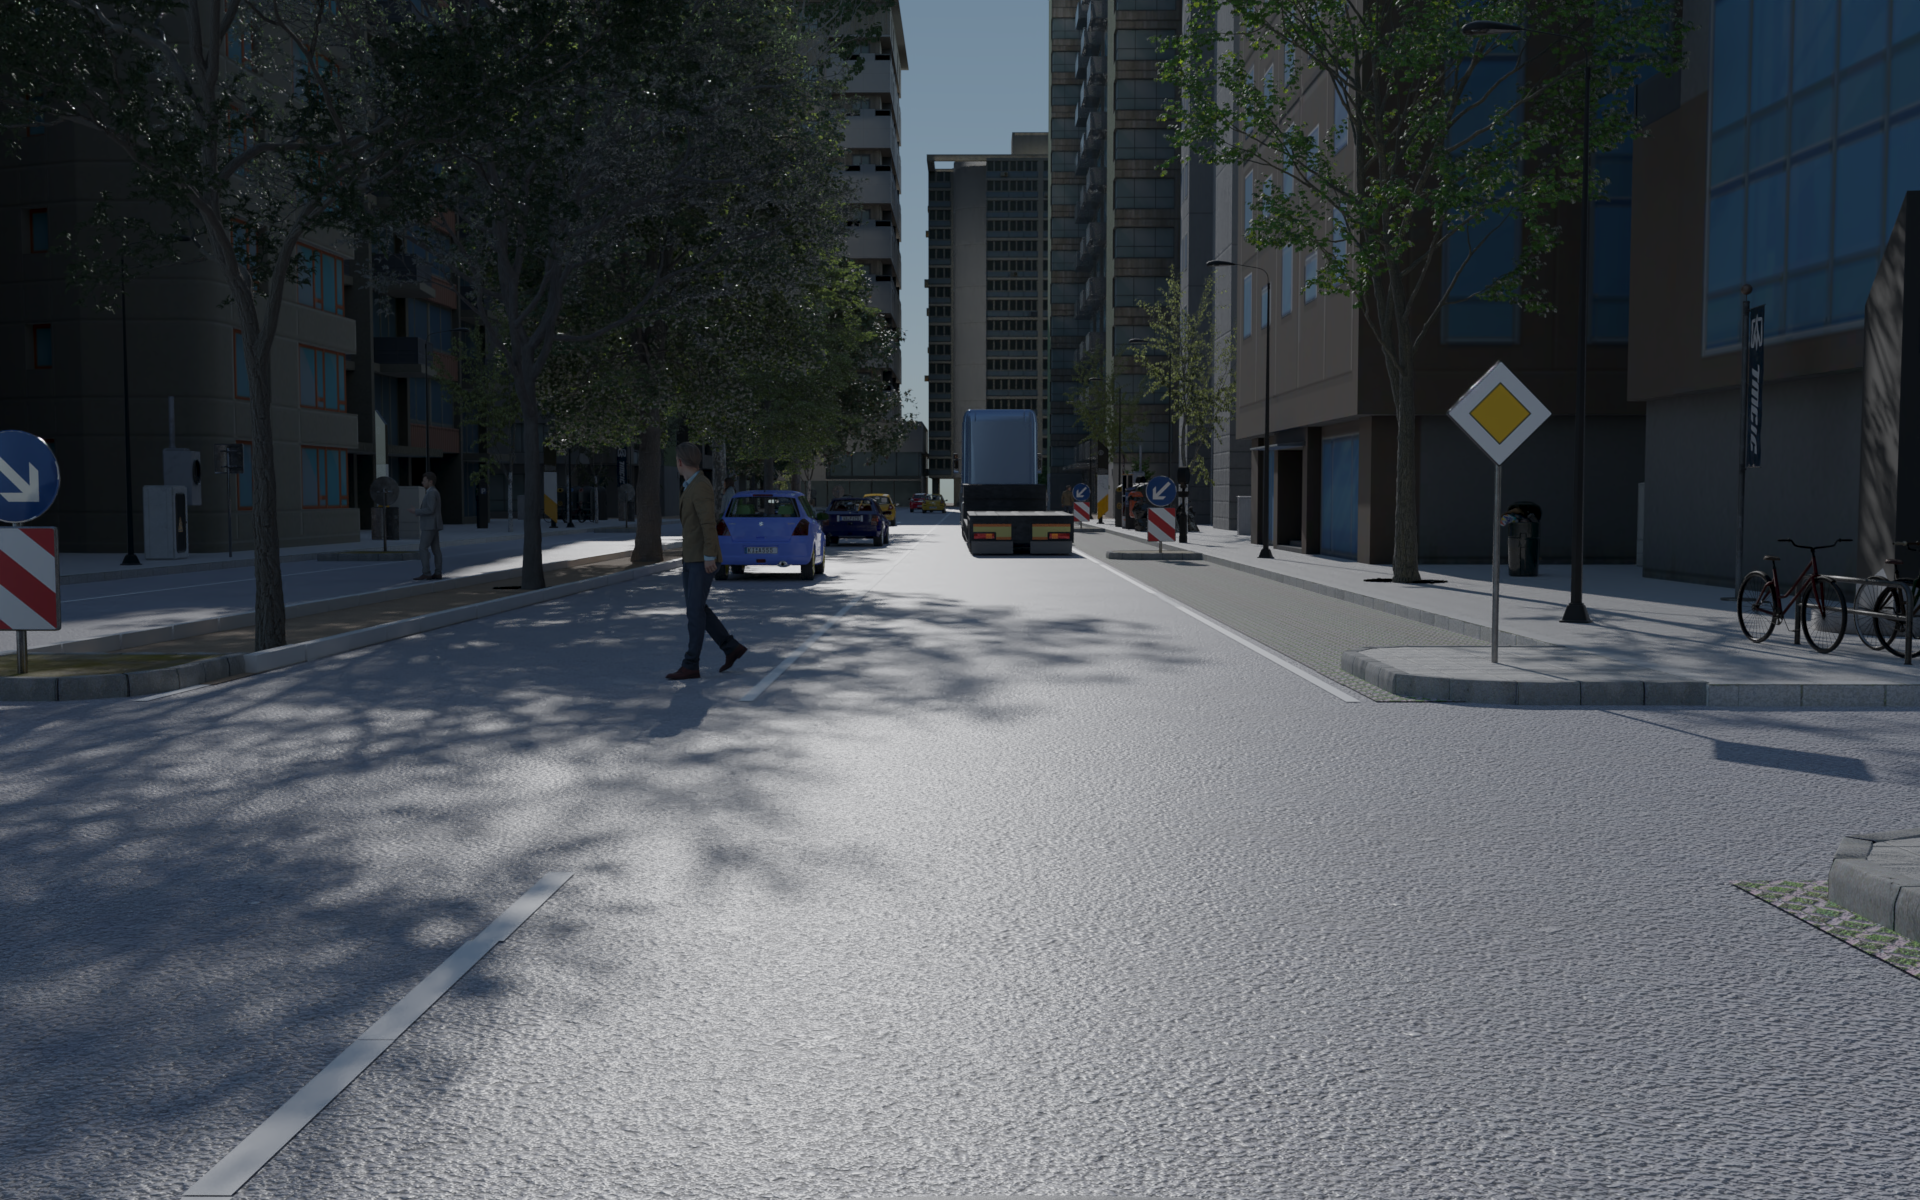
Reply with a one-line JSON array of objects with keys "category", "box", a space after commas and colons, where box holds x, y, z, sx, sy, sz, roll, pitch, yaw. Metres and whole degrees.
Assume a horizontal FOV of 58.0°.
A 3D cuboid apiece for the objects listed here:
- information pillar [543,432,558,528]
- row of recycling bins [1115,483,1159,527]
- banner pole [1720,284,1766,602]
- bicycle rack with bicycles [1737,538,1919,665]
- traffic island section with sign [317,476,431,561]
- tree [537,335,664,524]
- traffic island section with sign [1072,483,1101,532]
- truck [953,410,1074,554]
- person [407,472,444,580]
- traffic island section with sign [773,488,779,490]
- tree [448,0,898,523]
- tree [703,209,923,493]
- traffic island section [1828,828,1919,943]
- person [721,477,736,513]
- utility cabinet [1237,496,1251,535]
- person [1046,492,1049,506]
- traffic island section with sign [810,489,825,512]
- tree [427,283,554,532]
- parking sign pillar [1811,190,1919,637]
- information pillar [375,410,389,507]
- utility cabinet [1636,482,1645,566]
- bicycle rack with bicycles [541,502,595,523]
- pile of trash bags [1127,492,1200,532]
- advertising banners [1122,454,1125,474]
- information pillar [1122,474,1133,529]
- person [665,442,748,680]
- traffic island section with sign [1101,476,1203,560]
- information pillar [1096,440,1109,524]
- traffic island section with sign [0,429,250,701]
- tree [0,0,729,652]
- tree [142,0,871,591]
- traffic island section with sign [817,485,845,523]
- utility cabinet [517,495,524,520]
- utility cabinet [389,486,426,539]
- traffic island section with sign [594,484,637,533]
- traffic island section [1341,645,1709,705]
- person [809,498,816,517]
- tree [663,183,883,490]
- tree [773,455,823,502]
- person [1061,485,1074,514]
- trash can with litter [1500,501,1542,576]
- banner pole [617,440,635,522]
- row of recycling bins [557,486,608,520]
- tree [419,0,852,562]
[{"category": "information pillar", "box": [-15.428, -4.522, 65.289, 0.504, 3.616, 0.183, -1, 4, -14]}, {"category": "row of recycling bins", "box": [6.798, -3.619, 66.288, 1.069, 1.692, 3.534, -1, 4, -11]}, {"category": "banner pole", "box": [9.348, -1.865, 20.516, 0.401, 3.779, 0.863, 0, 4, 6]}, {"category": "bicycle rack with bicycles", "box": [7.881, -0.020, 13.704, 2.852, 0.926, 2.925, 0, 4, 2]}, {"category": "traffic island section with sign", "box": [-12.731, -1.790, 37.902, 1.989, 1.847, 2.006, 0, 4, 0]}, {"category": "tree", "box": [-16.012, -7.636, 75.211, 4.360, 8.622, 3.978, 0, 3, 0]}, {"category": "traffic island section with sign", "box": [4.417, -3.461, 65.223, 1.989, 1.847, 2.006, 0, 4, 0]}, {"category": "truck", "box": [1.332, -3.646, 49.369, 2.967, 4.110, 18.799, 0, 4, -1]}, {"category": "person", "box": [-8.935, -1.239, 28.961, 0.583, 1.804, 0.606, -1, 4, -12]}, {"category": "traffic island section with sign", "box": [-12.243, -6.527, 115.341, 1.989, 1.847, 2.006, 0, 4, 0]}, {"category": "tree", "box": [-7.762, -11.569, 47.505, 12.611, 20.169, 13.585, 0, 3, 0]}, {"category": "tree", "box": [-6.321, -8.992, 66.485, 9.611, 12.733, 9.660, 0, 3, 0]}, {"category": "traffic island section", "box": [4.037, 1.044, 5.204, 2.009, 0.180, 2.903, 0, 4, 0]}, {"category": "person", "box": [-4.935, -1.743, 37.265, 0.793, 1.790, 0.793, -3, 5, -41]}, {"category": "utility cabinet", "box": [9.182, -2.621, 54.015, 1.020, 1.237, 0.306, 0, 4, -4]}, {"category": "person", "box": [4.168, -4.709, 85.333, 0.795, 1.843, 0.661, 3, 4, 36]}, {"category": "traffic island section with sign", "box": [-12.072, -8.175, 142.295, 1.989, 1.847, 2.006, 0, 4, 0]}, {"category": "tree", "box": [-15.426, -6.607, 58.390, 4.737, 8.622, 4.395, 0, 3, 0]}, {"category": "parking sign pillar", "box": [8.756, -1.688, 16.068, 1.447, 3.967, 1.447, 1, 4, 14]}, {"category": "information pillar", "box": [-16.118, -3.484, 48.311, 0.504, 3.616, 0.183, 3, 5, 39]}, {"category": "utility cabinet", "box": [12.497, -1.337, 30.541, 1.173, 1.500, 0.318, -1, 4, -22]}, {"category": "bicycle rack with bicycles", "box": [-17.562, -3.949, 77.953, 2.852, 0.926, 2.925, 2, 4, 35]}, {"category": "pile of trash bags", "box": [6.777, -3.069, 59.931, 1.912, 1.369, 3.447, -2, 4, -25]}, {"category": "advertising banners", "box": [7.402, -4.935, 76.876, 0.090, 3.025, 2.074, 1, 4, 18]}, {"category": "information pillar", "box": [6.196, -3.643, 64.055, 0.304, 2.012, 0.304, -2, 4, -35]}, {"category": "person", "box": [-2.040, -0.320, 13.640, 0.656, 1.842, 0.836, 3, 5, 43]}, {"category": "traffic island section with sign", "box": [4.255, -1.813, 38.269, 1.989, 1.847, 2.006, 0, 4, 0]}, {"category": "information pillar", "box": [6.133, -5.084, 74.484, 0.504, 3.616, 0.183, 0, 3, 0]}, {"category": "traffic island section with sign", "box": [-6.697, -0.292, 12.916, 2.006, 1.907, 1.989, 0, 4, 0]}, {"category": "tree", "box": [-6.159, -4.814, 15.575, 8.767, 10.594, 7.601, 0, 4, 0]}, {"category": "tree", "box": [-6.357, -6.884, 25.374, 12.009, 13.543, 11.850, 0, 3, 0]}, {"category": "traffic island section with sign", "box": [-6.241, -4.888, 88.053, 2.006, 1.907, 1.989, 0, 4, 0]}, {"category": "utility cabinet", "box": [-21.507, -4.594, 86.276, 1.020, 1.237, 0.306, 0, 4, 7]}, {"category": "utility cabinet", "box": [-15.747, -2.484, 49.285, 1.173, 1.500, 0.318, 2, 4, 24]}, {"category": "traffic island section with sign", "box": [-12.560, -3.448, 64.995, 1.989, 1.847, 2.006, 0, 4, 0]}, {"category": "traffic island section", "box": [4.087, 0.556, 13.189, 2.009, 0.180, 2.903, 0, 4, 0]}, {"category": "person", "box": [-4.574, -2.422, 52.372, 0.425, 1.301, 0.394, -2, 4, -33]}, {"category": "tree", "box": [-6.488, -8.396, 57.858, 7.486, 12.596, 7.792, 0, 3, 0]}, {"category": "tree", "box": [-6.567, -7.472, 74.993, 4.360, 8.622, 3.978, 0, 3, 0]}, {"category": "person", "box": [5.107, -4.471, 81.514, 0.656, 1.842, 0.836, 0, 4, -3]}, {"category": "trash can with litter", "box": [8.827, -0.968, 27.221, 0.624, 1.170, 1.055, 1, 4, 21]}, {"category": "banner pole", "box": [-15.500, -5.520, 80.267, 0.863, 3.779, 0.401, 0, 4, -3]}, {"category": "row of recycling bins", "box": [-18.820, -4.829, 86.060, 3.534, 1.692, 1.069, 3, 4, 37]}, {"category": "tree", "box": [-6.630, -7.784, 36.374, 9.857, 13.997, 8.962, 0, 3, 0]}]
